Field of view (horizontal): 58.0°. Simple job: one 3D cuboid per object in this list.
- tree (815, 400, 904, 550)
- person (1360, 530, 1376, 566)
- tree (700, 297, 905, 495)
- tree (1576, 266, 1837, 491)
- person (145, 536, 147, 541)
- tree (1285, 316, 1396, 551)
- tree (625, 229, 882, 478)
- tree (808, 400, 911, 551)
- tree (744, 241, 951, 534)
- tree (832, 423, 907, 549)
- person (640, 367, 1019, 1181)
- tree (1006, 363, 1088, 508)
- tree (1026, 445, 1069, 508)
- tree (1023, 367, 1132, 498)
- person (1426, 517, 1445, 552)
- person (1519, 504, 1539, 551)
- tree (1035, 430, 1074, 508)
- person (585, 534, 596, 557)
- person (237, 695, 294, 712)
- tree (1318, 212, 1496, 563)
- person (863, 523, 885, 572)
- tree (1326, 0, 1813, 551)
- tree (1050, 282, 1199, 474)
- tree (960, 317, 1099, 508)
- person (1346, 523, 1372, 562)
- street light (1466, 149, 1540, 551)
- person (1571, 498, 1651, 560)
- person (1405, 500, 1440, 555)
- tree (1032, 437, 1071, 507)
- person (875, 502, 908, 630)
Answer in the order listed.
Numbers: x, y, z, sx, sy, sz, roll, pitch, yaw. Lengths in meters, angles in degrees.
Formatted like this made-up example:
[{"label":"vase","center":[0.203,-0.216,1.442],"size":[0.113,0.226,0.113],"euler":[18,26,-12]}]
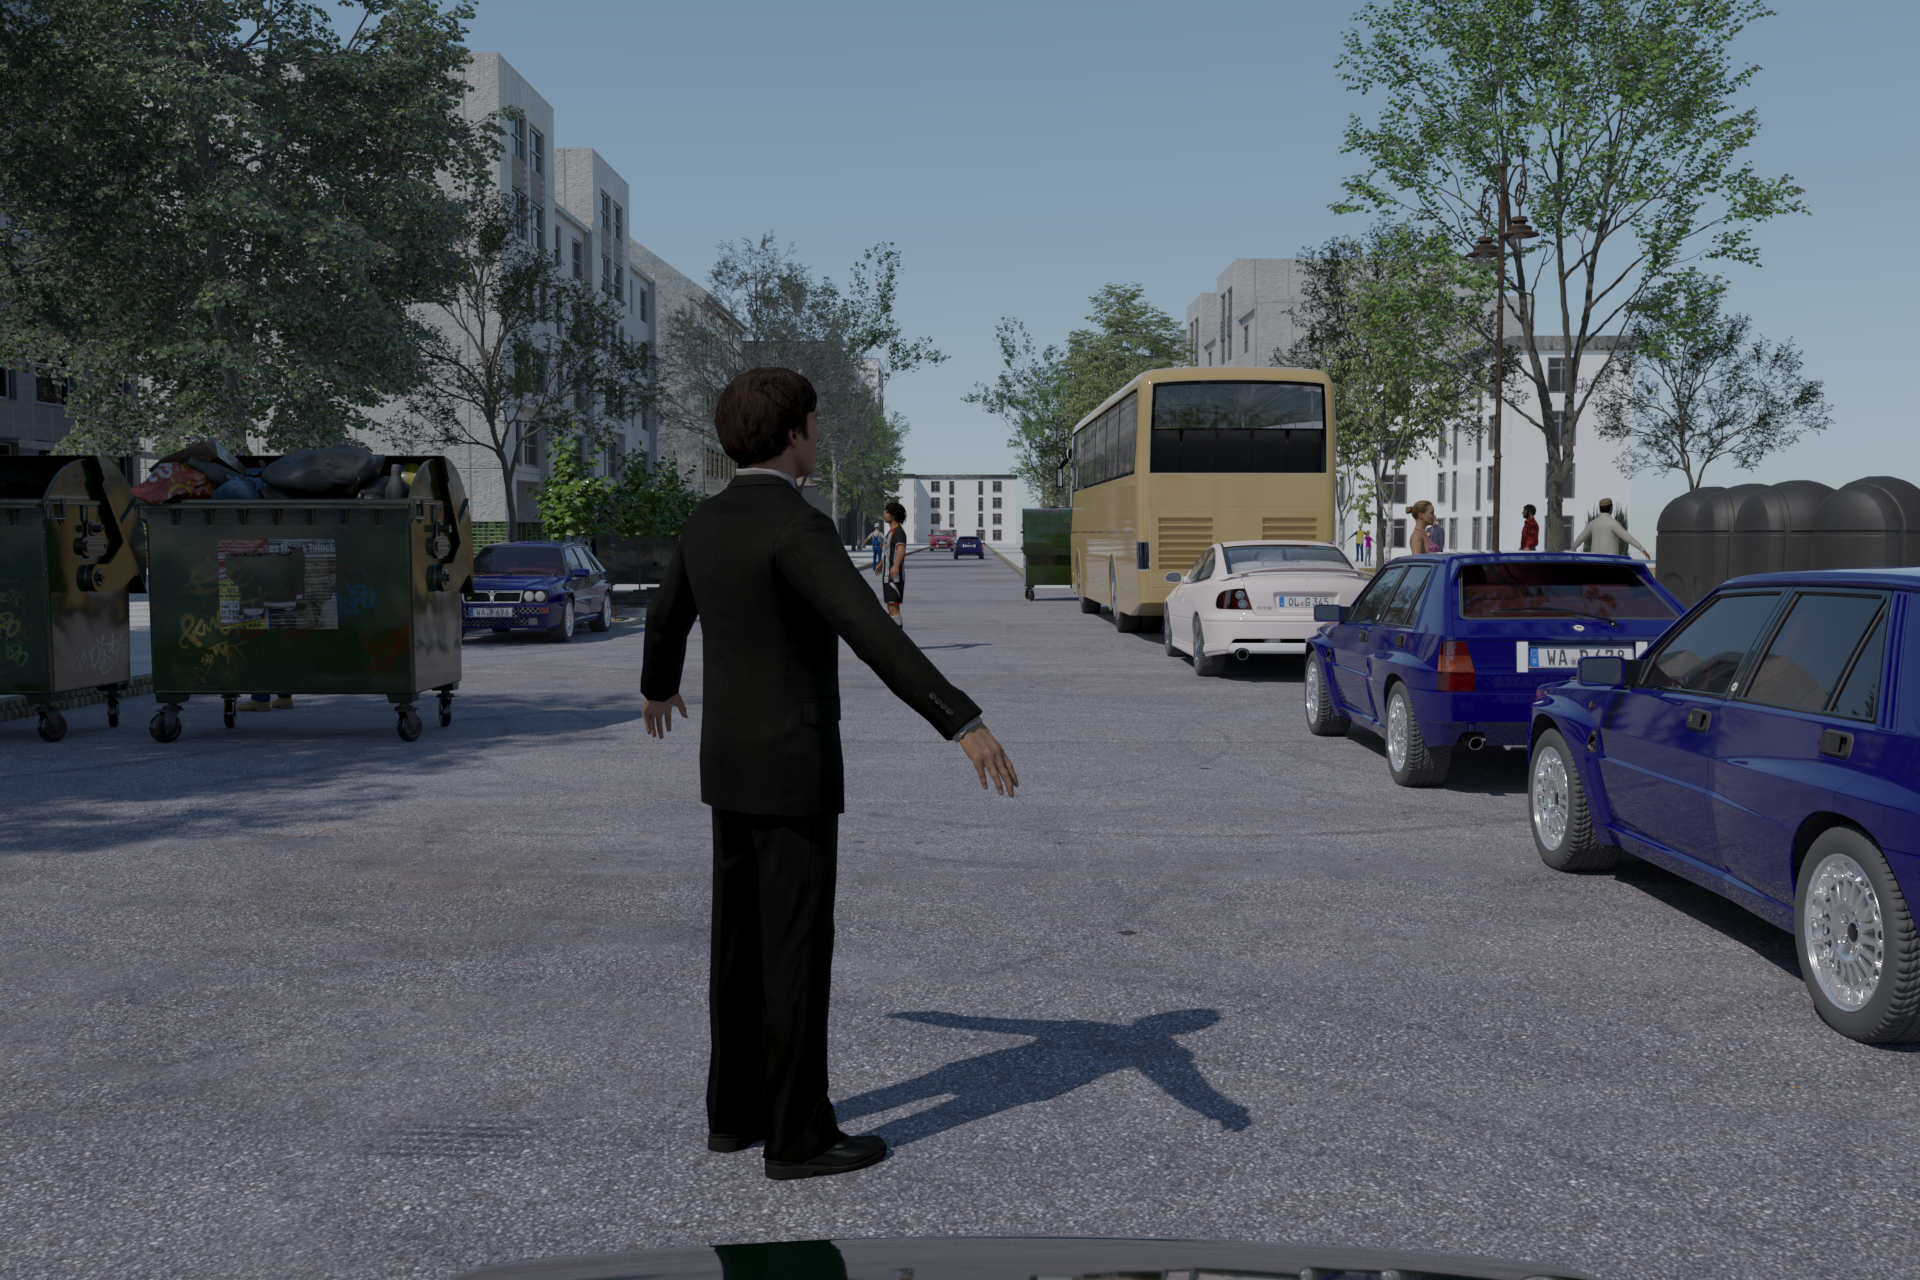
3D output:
[{"label":"tree","center":[-8.589,-13.585,140.234],"size":[7.486,12.596,7.792],"euler":[0,3,0]},{"label":"person","center":[16.311,-3.656,69.035],"size":[0.991,1.433,0.599],"euler":[-2,4,-27]},{"label":"tree","center":[-8.481,-11.001,90.239],"size":[12.009,13.543,11.850],"euler":[0,3,0]},{"label":"tree","center":[25.441,-7.650,59.484],"size":[8.767,10.594,7.601],"euler":[2,4,25]},{"label":"person","center":[-18.306,-2.005,39.543],"size":[0.721,1.744,1.215],"euler":[2,4,24]},{"label":"tree","center":[12.617,-6.556,57.561],"size":[4.737,8.622,4.395],"euler":[0,3,0]},{"label":"tree","center":[-8.367,-9.785,70.355],"size":[12.009,13.543,11.850],"euler":[0,3,0]},{"label":"tree","center":[-7.818,-12.458,129.451],"size":[9.928,11.665,9.643],"euler":[0,3,0]},{"label":"tree","center":[-6.625,-15.606,111.055],"size":[12.611,20.169,13.585],"euler":[0,3,0]},{"label":"tree","center":[-8.312,-13.843,152.089],"size":[9.928,11.665,9.643],"euler":[0,3,0]},{"label":"person","center":[-0.404,0.286,3.970],"size":[0.705,1.806,1.347],"euler":[-3,5,-41]},{"label":"tree","center":[6.643,-10.943,104.677],"size":[9.928,11.665,9.643],"euler":[0,3,0]},{"label":"tree","center":[7.636,-11.593,139.910],"size":[4.737,8.622,4.395],"euler":[0,3,0]},{"label":"tree","center":[7.548,-9.773,94.208],"size":[8.767,10.594,7.601],"euler":[-1,4,-18]},{"label":"person","center":[10.379,-1.898,37.994],"size":[0.530,1.710,0.541],"euler":[-2,4,-25]},{"label":"person","center":[10.110,-1.515,30.874],"size":[0.704,1.816,1.345],"euler":[1,4,14]},{"label":"tree","center":[6.935,-9.889,112.050],"size":[4.360,8.622,3.978],"euler":[0,3,0]},{"label":"person","center":[-11.057,-2.878,52.840],"size":[0.705,1.856,1.354],"euler":[2,4,27]},{"label":"person","center":[-5.651,-0.354,14.106],"size":[0.705,1.847,1.347],"euler":[2,4,29]},{"label":"tree","center":[10.285,-5.530,40.785],"size":[4.737,8.622,4.395],"euler":[0,3,0]},{"label":"person","center":[-3.103,-3.481,65.235],"size":[1.347,1.847,0.705],"euler":[2,4,24]},{"label":"tree","center":[9.921,-6.287,28.542],"size":[9.928,11.665,9.643],"euler":[0,3,0]},{"label":"tree","center":[7.655,-9.811,78.538],"size":[7.486,12.596,7.792],"euler":[0,3,0]},{"label":"tree","center":[5.932,-18.149,152.624],"size":[12.611,20.169,13.585],"euler":[0,3,0]},{"label":"person","center":[18.372,-4.478,79.679],"size":[1.216,1.772,0.721],"euler":[0,4,-6]},{"label":"street light","center":[6.635,-2.969,21.331],"size":[0.468,5.910,1.993],"euler":[0,4,1]},{"label":"person","center":[9.640,-1.208,25.839],"size":[0.704,1.819,1.344],"euler":[-2,4,-35]},{"label":"person","center":[4.204,-0.378,15.433],"size":[0.721,1.733,1.217],"euler":[1,4,21]},{"label":"tree","center":[6.471,-10.383,120.128],"size":[4.360,8.622,3.978],"euler":[0,3,0]},{"label":"person","center":[-0.842,-0.779,21.330],"size":[0.704,1.843,1.345],"euler":[-1,4,-11]}]
